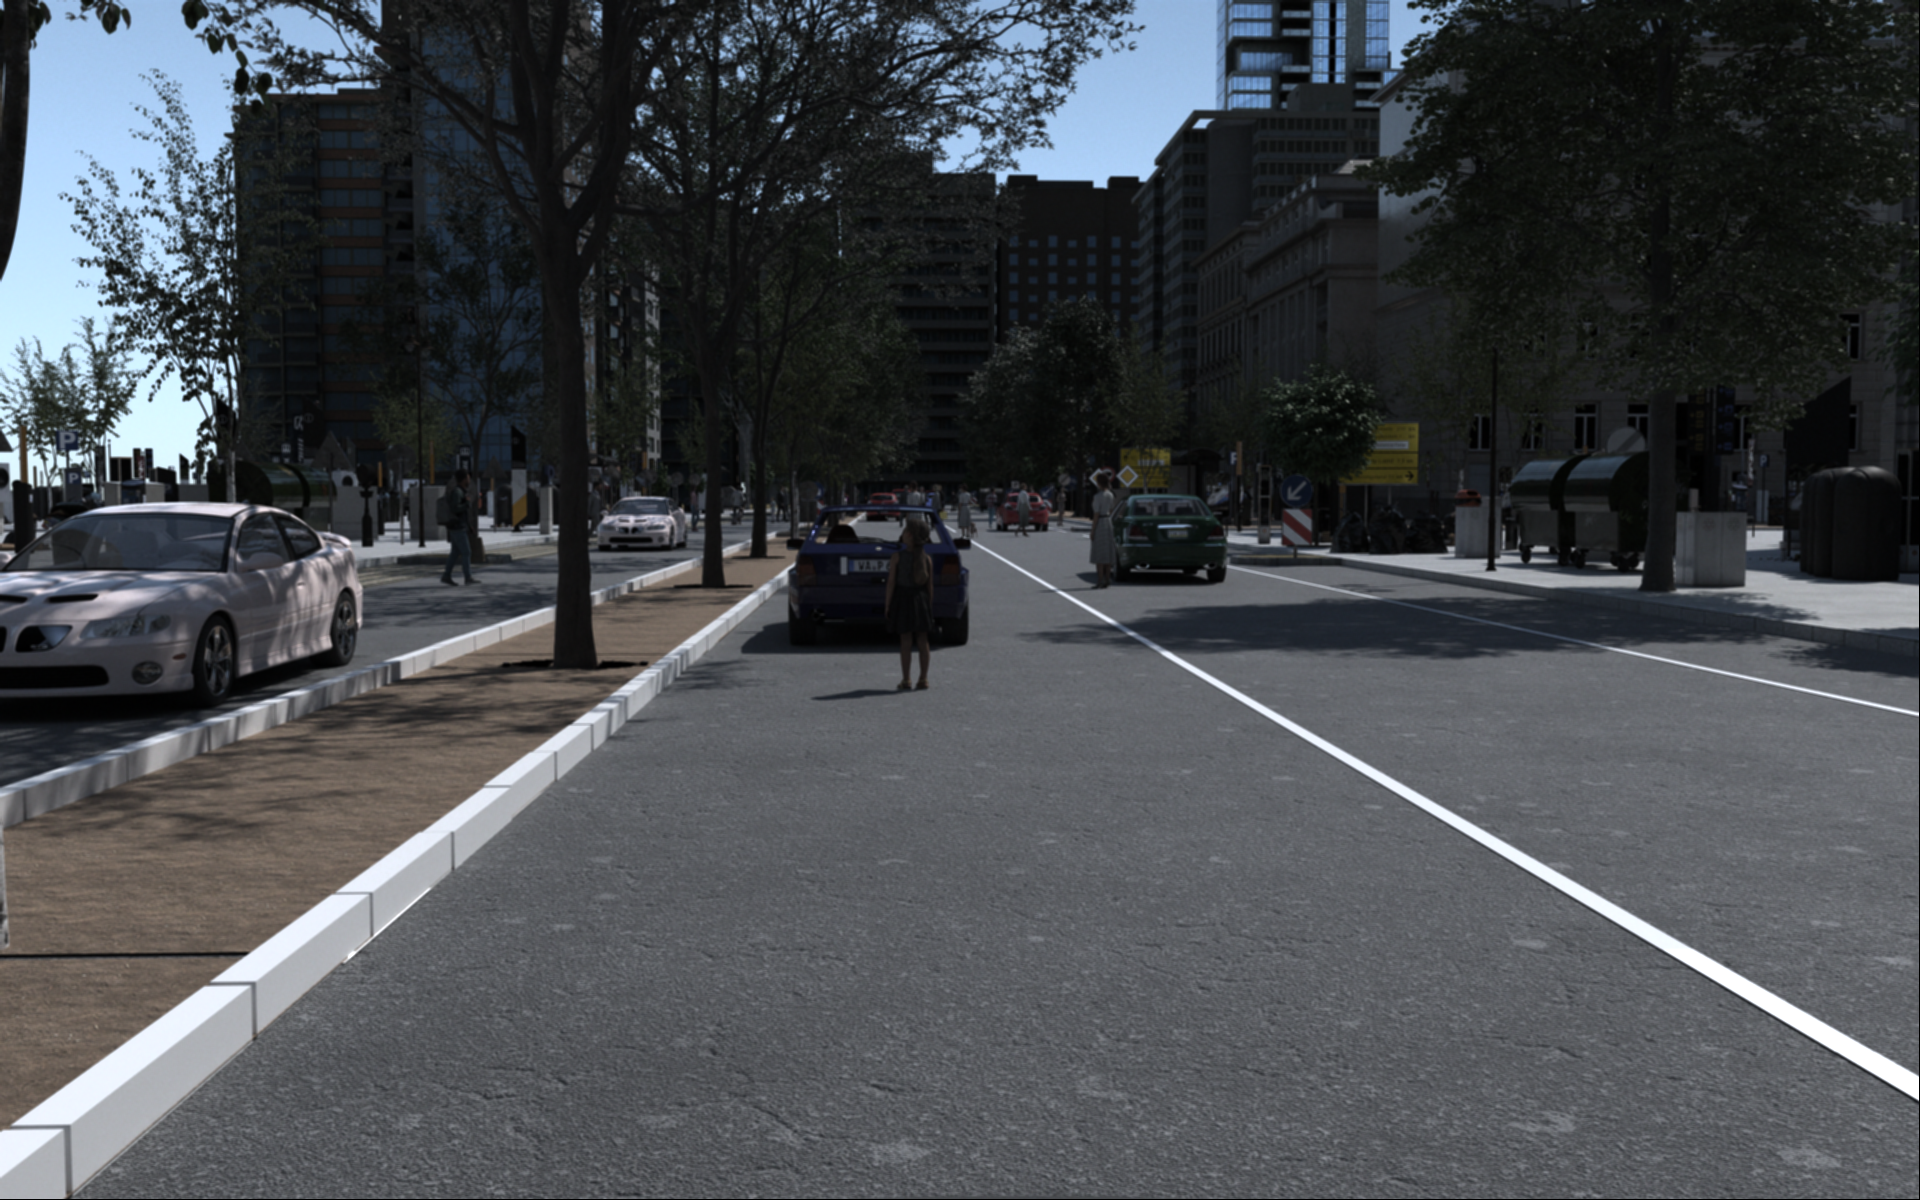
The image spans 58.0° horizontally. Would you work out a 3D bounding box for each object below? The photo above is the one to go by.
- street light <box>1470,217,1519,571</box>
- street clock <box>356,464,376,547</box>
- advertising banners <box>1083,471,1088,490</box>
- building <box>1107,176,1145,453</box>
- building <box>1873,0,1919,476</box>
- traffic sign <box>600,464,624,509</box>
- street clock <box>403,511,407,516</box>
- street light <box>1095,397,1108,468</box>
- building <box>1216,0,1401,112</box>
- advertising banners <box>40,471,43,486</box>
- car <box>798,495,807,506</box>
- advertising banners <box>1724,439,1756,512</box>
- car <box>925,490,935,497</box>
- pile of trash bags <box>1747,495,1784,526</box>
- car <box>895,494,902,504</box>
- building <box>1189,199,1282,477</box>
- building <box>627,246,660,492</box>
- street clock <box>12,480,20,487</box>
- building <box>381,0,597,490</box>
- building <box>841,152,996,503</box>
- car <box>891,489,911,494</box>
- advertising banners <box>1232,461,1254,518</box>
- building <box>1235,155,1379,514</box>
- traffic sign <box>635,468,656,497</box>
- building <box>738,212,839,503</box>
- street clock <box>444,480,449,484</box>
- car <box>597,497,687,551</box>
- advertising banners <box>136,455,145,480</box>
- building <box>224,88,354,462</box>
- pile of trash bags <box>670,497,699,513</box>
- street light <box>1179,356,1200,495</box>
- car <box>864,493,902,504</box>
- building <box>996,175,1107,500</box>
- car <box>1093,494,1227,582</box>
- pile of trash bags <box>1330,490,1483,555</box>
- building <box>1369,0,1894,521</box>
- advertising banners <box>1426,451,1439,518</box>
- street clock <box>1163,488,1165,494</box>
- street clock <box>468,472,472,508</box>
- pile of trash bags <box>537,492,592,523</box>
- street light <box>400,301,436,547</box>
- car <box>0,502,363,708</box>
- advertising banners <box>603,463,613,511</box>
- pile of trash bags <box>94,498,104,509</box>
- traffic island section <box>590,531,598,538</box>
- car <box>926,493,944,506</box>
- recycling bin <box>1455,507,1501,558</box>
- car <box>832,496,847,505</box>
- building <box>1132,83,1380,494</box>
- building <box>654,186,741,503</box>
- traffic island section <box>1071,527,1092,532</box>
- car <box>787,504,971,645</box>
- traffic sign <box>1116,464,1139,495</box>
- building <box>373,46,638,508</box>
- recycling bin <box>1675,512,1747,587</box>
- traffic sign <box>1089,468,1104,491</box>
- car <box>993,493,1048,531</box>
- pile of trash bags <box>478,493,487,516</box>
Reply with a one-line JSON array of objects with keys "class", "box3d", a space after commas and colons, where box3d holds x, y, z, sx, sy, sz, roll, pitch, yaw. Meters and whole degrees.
[{"class": "street light", "box3d": [8.882, -3.425, 28.786, 0.468, 5.910, 1.993, 0, 4, -2]}, {"class": "street clock", "box3d": [-14.414, -2.294, 42.081, 0.471, 2.002, 0.358, 2, 4, 34]}, {"class": "advertising banners", "box3d": [9.545, -7.733, 122.622, 2.074, 3.025, 0.090, 0, 4, 4]}, {"class": "building", "box3d": [26.649, -36.512, 247.081, 14.200, 45.320, 14.600, 0, 4, -2]}, {"class": "building", "box3d": [30.158, -11.698, 33.060, 13.314, 21.916, 24.055, 0, 4, -2]}, {"class": "traffic sign", "box3d": [-11.596, -3.305, 57.686, 0.795, 2.450, 0.064, 0, 4, -2]}, {"class": "street clock", "box3d": [-32.475, -5.911, 101.209, 0.358, 2.002, 0.471, -3, 5, -41]}, {"class": "street light", "box3d": [6.672, -6.654, 81.587, 0.468, 5.910, 1.993, 0, 4, -2]}, {"class": "building", "box3d": [49.661, -57.360, 250.503, 31.000, 86.520, 22.319, 0, 4, -2]}, {"class": "advertising banners", "box3d": [-70.089, -8.294, 131.786, 0.090, 3.025, 2.074, -3, 5, -43]}, {"class": "car", "box3d": [-16.413, -10.144, 178.434, 1.945, 1.354, 3.894, 0, 4, -3]}, {"class": "advertising banners", "box3d": [24.515, -3.562, 54.427, 2.074, 3.025, 0.090, -3, 5, -42]}, {"class": "car", "box3d": [-2.677, -9.830, 169.386, 2.281, 1.827, 5.304, 0, 4, -1]}, {"class": "pile of trash bags", "box3d": [33.022, -3.686, 70.025, 3.447, 1.369, 1.912, 3, 5, 44]}, {"class": "car", "box3d": [-4.029, -5.686, 104.758, 2.131, 1.459, 4.920, 0, 4, -4]}, {"class": "building", "box3d": [24.583, -18.543, 132.054, 11.050, 23.489, 19.941, 0, 4, -2]}, {"class": "building", "box3d": [-41.303, -25.896, 195.096, 14.107, 30.474, 14.160, 0, 4, -2]}, {"class": "street clock", "box3d": [-48.386, -5.161, 88.949, 0.471, 2.002, 0.358, -3, 5, -40]}, {"class": "building", "box3d": [-39.041, -30.345, 146.253, 14.600, 45.320, 14.200, 0, 4, -2]}, {"class": "building", "box3d": [-6.042, -38.180, 247.939, 21.600, 48.544, 21.300, 0, 4, -2]}, {"class": "car", "box3d": [-4.501, -7.650, 133.758, 2.281, 1.827, 5.304, 0, 4, 0]}, {"class": "advertising banners", "box3d": [14.507, -5.813, 91.232, 2.074, 3.025, 0.090, -1, 4, -13]}, {"class": "building", "box3d": [26.393, -16.403, 109.983, 13.314, 21.916, 24.055, 0, 4, -2]}, {"class": "traffic sign", "box3d": [-11.919, -3.793, 65.665, 0.795, 2.450, 0.064, 0, 4, -2]}, {"class": "building", "box3d": [-24.072, -34.304, 244.457, 14.086, 41.232, 14.154, 0, 4, -2]}, {"class": "street clock", "box3d": [-26.859, -5.264, 90.644, 0.358, 2.002, 0.471, -1, 4, -19]}, {"class": "car", "box3d": [-8.237, -2.009, 45.208, 2.083, 1.381, 4.827, 0, 4, -2]}, {"class": "advertising banners", "box3d": [-37.044, -5.100, 79.569, 0.090, 3.025, 2.074, 1, 4, 17]}, {"class": "building", "box3d": [-62.910, -32.750, 190.093, 28.867, 44.769, 22.147, 0, 4, -2]}, {"class": "pile of trash bags", "box3d": [-18.445, -6.714, 119.525, 3.447, 1.369, 1.912, 0, 4, -7]}, {"class": "street light", "box3d": [7.683, -5.214, 58.044, 0.468, 5.910, 1.993, 0, 4, -2]}, {"class": "car", "box3d": [-4.056, -5.090, 92.265, 2.155, 1.783, 4.494, 0, 4, -1]}, {"class": "building", "box3d": [12.483, -36.444, 245.967, 14.200, 45.320, 14.600, 0, 4, -2]}, {"class": "car", "box3d": [3.397, -1.095, 29.701, 2.131, 1.459, 4.920, 0, 4, -1]}, {"class": "pile of trash bags", "box3d": [9.948, -1.722, 37.914, 3.447, 1.369, 1.912, -1, 4, -23]}, {"class": "building", "box3d": [34.660, -17.752, 87.505, 25.104, 27.353, 12.463, 0, 4, -2]}, {"class": "advertising banners", "box3d": [19.071, -4.512, 69.958, 0.090, 3.025, 2.074, 0, 4, 2]}, {"class": "street clock", "box3d": [10.296, -5.024, 86.719, 0.358, 2.002, 0.471, 1, 4, 16]}, {"class": "street clock", "box3d": [-16.015, -3.171, 56.414, 0.358, 2.002, 0.471, 2, 4, 35]}, {"class": "pile of trash bags", "box3d": [-17.884, -4.154, 77.672, 3.447, 1.369, 1.912, 0, 4, 4]}, {"class": "street light", "box3d": [-13.014, -4.216, 41.721, 0.468, 5.910, 1.993, 0, 4, -2]}, {"class": "car", "box3d": [-5.978, -0.044, 13.080, 2.083, 1.381, 4.827, 0, 4, -3]}, {"class": "advertising banners", "box3d": [-20.236, -6.167, 97.025, 0.090, 3.025, 2.074, 1, 4, 21]}, {"class": "pile of trash bags", "box3d": [-26.922, -2.803, 55.581, 1.912, 1.369, 3.447, 3, 5, 40]}, {"class": "traffic island section", "box3d": [-11.619, -2.169, 57.747, 2.009, 0.180, 2.903, 0, 4, -2]}, {"class": "car", "box3d": [-2.294, -8.812, 153.660, 1.945, 1.707, 3.694, 0, 4, -3]}, {"class": "recycling bin", "box3d": [10.445, -1.369, 34.931, 0.722, 1.027, 0.722, 0, 4, -2]}, {"class": "car", "box3d": [-14.010, -11.658, 202.966, 2.083, 1.381, 4.827, 0, 4, -4]}, {"class": "building", "box3d": [32.827, -29.127, 168.107, 32.217, 40.220, 23.993, 0, 4, -2]}, {"class": "building", "box3d": [-45.879, -36.285, 247.885, 28.867, 44.769, 22.147, 0, 4, -2]}, {"class": "traffic island section", "box3d": [5.335, -2.700, 66.419, 2.009, 0.180, 2.903, 0, 4, -2]}, {"class": "car", "box3d": [-0.835, -0.321, 17.834, 1.945, 1.354, 3.894, 0, 4, -3]}, {"class": "traffic sign", "box3d": [5.635, -3.347, 58.362, 0.795, 2.450, 0.064, 0, 4, -2]}, {"class": "building", "box3d": [-43.236, -31.398, 167.979, 22.147, 44.769, 28.867, 0, 4, -2]}, {"class": "recycling bin", "box3d": [10.539, -0.720, 24.323, 0.722, 1.027, 0.722, 0, 4, 0]}, {"class": "traffic sign", "box3d": [5.312, -3.835, 66.341, 0.795, 2.450, 0.064, 0, 4, -2]}, {"class": "car", "box3d": [2.406, -3.597, 67.859, 2.155, 1.783, 4.494, 0, 4, -3]}, {"class": "pile of trash bags", "box3d": [-28.670, -5.640, 101.971, 1.912, 1.369, 3.447, -2, 4, -28]}]
